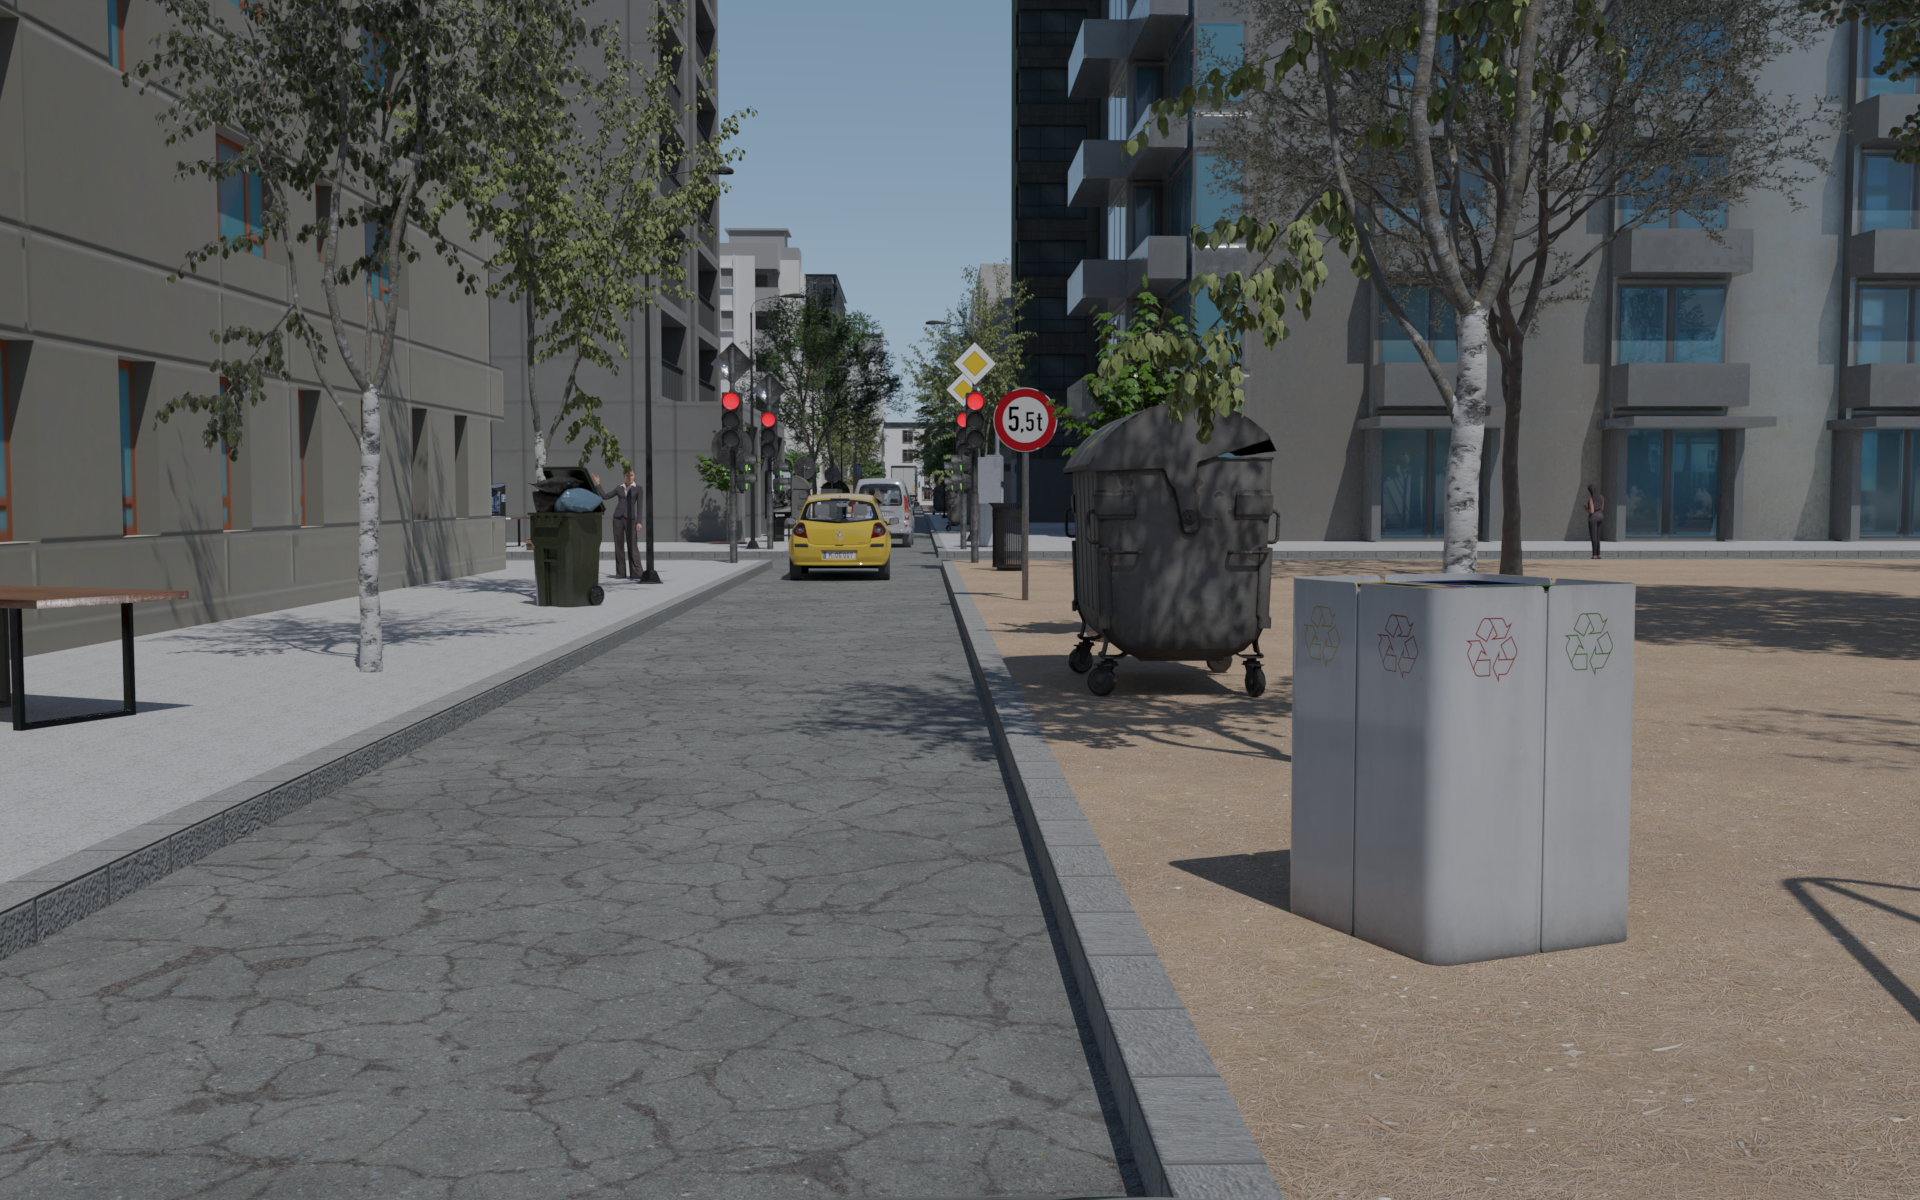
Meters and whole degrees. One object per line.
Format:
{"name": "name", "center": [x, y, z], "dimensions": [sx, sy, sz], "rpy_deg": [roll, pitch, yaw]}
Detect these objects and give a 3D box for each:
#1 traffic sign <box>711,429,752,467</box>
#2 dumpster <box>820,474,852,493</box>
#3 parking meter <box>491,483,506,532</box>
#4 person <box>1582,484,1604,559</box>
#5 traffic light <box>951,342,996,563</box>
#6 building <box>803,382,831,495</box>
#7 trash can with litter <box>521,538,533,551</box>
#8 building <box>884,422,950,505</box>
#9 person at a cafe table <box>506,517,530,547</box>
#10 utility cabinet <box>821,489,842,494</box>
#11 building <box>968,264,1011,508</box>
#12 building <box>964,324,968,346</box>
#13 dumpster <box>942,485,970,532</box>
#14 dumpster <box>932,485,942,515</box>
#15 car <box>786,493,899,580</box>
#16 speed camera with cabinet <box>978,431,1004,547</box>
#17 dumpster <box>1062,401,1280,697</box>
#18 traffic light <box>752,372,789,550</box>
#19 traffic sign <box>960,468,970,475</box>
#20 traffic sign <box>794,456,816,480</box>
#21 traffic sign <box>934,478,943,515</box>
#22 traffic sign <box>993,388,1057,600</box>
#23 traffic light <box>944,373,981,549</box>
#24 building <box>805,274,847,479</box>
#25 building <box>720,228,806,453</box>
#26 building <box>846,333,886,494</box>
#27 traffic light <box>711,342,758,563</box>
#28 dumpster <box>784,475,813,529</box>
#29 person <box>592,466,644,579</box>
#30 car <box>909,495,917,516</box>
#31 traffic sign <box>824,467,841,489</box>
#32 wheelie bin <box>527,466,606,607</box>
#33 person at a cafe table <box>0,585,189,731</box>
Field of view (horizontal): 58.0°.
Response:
{"name": "traffic sign", "center": [-4.317, -1.998, 32.775], "dimensions": [0.768, 2.556, 0.104], "rpy_deg": [0, 4, -1]}
{"name": "dumpster", "center": [-5.961, -4.915, 82.862], "dimensions": [1.502, 2.255, 1.985], "rpy_deg": [0, 4, -1]}
{"name": "parking meter", "center": [-10.617, -1.918, 39.765], "dimensions": [0.372, 1.533, 0.369], "rpy_deg": [0, 3, 0]}
{"name": "person", "center": [13.092, -1.582, 35.834], "dimensions": [0.415, 1.643, 0.593], "rpy_deg": [1, 4, 13]}
{"name": "traffic light", "center": [0.256, -2.644, 32.158], "dimensions": [0.839, 4.253, 0.868], "rpy_deg": [0, 4, -1]}
{"name": "building", "center": [-14.966, -12.182, 141.330], "dimensions": [9.099, 9.664, 28.070], "rpy_deg": [0, 4, -1]}
{"name": "trash can with litter", "center": [-9.440, -1.713, 39.399], "dimensions": [1.055, 1.170, 0.624], "rpy_deg": [0, 4, -1]}
{"name": "building", "center": [5.018, -16.193, 206.906], "dimensions": [28.070, 9.664, 9.099], "rpy_deg": [0, 4, -1]}
{"name": "person at a cafe table", "center": [-11.478, -2.037, 41.826], "dimensions": [1.698, 1.524, 1.622], "rpy_deg": [1, 4, 19]}
{"name": "utility cabinet", "center": [-5.527, -4.035, 74.649], "dimensions": [0.318, 1.500, 1.173], "rpy_deg": [-3, 5, -40]}
{"name": "building", "center": [9.753, -16.842, 141.825], "dimensions": [16.747, 18.905, 31.486], "rpy_deg": [0, 4, -1]}
{"name": "building", "center": [9.238, -18.764, 173.249], "dimensions": [16.747, 18.905, 31.486], "rpy_deg": [0, 4, -1]}
{"name": "dumpster", "center": [0.115, -3.297, 59.666], "dimensions": [1.264, 1.857, 1.865], "rpy_deg": [0, 4, -1]}
{"name": "dumpster", "center": [-1.091, -6.102, 105.522], "dimensions": [1.264, 1.857, 1.865], "rpy_deg": [0, 4, -1]}
{"name": "car", "center": [-2.059, -1.222, 30.209], "dimensions": [2.015, 1.641, 3.980], "rpy_deg": [0, 4, -3]}
{"name": "speed camera with cabinet", "center": [0.733, -2.902, 41.790], "dimensions": [0.660, 3.252, 2.038], "rpy_deg": [0, 4, 3]}
{"name": "dumpster", "center": [1.391, -0.359, 11.634], "dimensions": [1.264, 1.857, 1.865], "rpy_deg": [0, 4, -2]}
{"name": "traffic light", "center": [-4.379, -3.125, 40.016], "dimensions": [0.839, 4.253, 0.868], "rpy_deg": [0, 4, -1]}
{"name": "traffic sign", "center": [0.111, -3.745, 61.330], "dimensions": [0.768, 2.556, 0.104], "rpy_deg": [0, 4, 8]}
{"name": "traffic sign", "center": [-5.232, -3.559, 58.300], "dimensions": [0.768, 2.556, 0.104], "rpy_deg": [0, 4, 8]}
{"name": "traffic sign", "center": [-1.229, -6.553, 107.248], "dimensions": [0.768, 2.556, 0.104], "rpy_deg": [0, 4, 7]}
{"name": "traffic sign", "center": [0.787, -1.268, 20.835], "dimensions": [0.768, 2.556, 0.104], "rpy_deg": [0, 4, 6]}
{"name": "traffic light", "center": [0.060, -3.133, 40.141], "dimensions": [0.839, 4.253, 0.868], "rpy_deg": [0, 4, -1]}
{"name": "building", "center": [-28.077, -20.212, 174.437], "dimensions": [32.646, 21.610, 27.936], "rpy_deg": [0, 4, -1]}
{"name": "building", "center": [-18.742, -16.192, 121.167], "dimensions": [16.016, 20.091, 11.380], "rpy_deg": [0, 4, -1]}
{"name": "building", "center": [-14.785, -21.595, 209.500], "dimensions": [11.380, 20.091, 16.016], "rpy_deg": [0, 4, -1]}
{"name": "traffic light", "center": [-4.183, -2.637, 32.034], "dimensions": [0.839, 4.253, 0.868], "rpy_deg": [0, 4, -1]}
{"name": "dumpster", "center": [-5.169, -2.884, 52.905], "dimensions": [1.264, 1.857, 1.865], "rpy_deg": [0, 4, -1]}
{"name": "person", "center": [-5.124, -1.174, 26.035], "dimensions": [0.742, 1.727, 0.445], "rpy_deg": [-2, 4, -26]}
{"name": "car", "center": [-3.787, -5.983, 109.613], "dimensions": [2.131, 1.459, 4.920], "rpy_deg": [0, 4, -1]}
{"name": "traffic sign", "center": [-5.925, -4.908, 80.356], "dimensions": [0.768, 2.556, 0.104], "rpy_deg": [0, 4, 4]}
{"name": "wheelie bin", "center": [-4.488, -0.728, 19.810], "dimensions": [0.980, 1.594, 0.693], "rpy_deg": [2, 4, 28]}
{"name": "person at a cafe table", "center": [-5.574, 0.080, 9.550], "dimensions": [1.698, 1.238, 1.726], "rpy_deg": [1, 4, 23]}
